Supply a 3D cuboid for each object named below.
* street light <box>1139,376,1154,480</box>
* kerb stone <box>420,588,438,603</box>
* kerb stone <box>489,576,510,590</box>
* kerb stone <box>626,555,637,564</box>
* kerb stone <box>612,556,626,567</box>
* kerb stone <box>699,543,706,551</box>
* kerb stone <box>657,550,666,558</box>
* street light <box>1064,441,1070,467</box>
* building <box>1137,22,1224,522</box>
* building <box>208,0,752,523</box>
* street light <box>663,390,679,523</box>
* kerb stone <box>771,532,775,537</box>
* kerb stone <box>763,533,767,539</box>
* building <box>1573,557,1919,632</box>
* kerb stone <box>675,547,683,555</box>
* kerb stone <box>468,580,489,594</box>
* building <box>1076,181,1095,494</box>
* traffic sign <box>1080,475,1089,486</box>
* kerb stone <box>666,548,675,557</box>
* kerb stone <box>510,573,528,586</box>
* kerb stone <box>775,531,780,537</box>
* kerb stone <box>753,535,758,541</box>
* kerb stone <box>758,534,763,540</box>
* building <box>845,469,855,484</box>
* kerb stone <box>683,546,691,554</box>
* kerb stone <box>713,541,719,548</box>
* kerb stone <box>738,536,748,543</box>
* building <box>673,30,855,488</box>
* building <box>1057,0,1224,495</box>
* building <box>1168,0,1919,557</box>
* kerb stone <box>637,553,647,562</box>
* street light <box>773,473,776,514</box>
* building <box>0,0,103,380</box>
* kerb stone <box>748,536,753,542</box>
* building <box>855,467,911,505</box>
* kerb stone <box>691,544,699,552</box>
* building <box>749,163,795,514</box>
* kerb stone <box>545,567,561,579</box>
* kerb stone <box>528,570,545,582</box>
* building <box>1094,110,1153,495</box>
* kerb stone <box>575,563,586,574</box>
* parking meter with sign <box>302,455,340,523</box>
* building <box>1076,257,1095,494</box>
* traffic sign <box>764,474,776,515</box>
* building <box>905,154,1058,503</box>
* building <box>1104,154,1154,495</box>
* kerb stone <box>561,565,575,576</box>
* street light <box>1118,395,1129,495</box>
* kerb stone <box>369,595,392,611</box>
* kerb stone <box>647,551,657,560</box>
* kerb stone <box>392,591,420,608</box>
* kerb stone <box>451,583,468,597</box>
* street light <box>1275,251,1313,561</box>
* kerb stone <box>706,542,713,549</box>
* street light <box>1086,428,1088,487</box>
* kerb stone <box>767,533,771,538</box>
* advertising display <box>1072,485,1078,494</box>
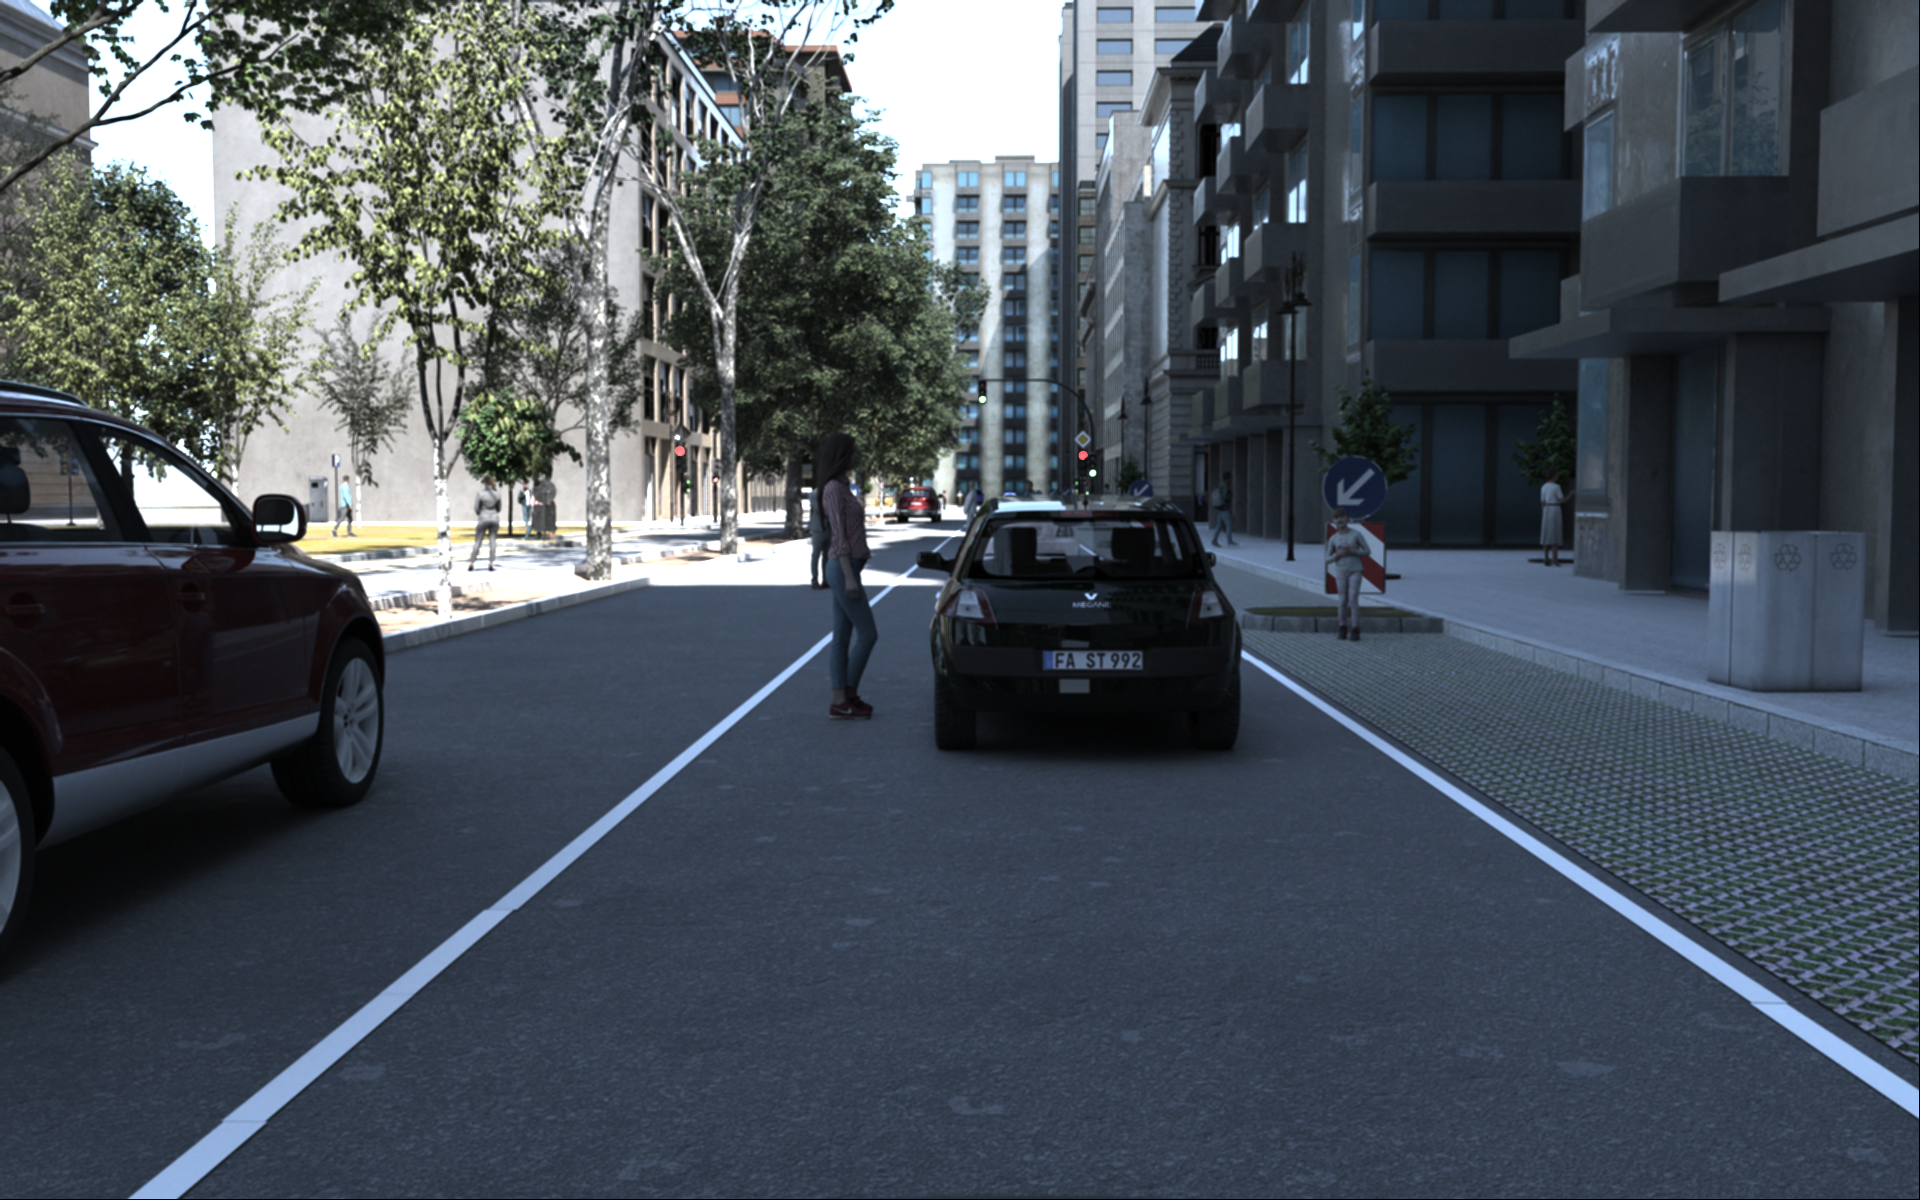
[{"bbox_3d":[7.274,-5.810,67.782,0.468,5.910,1.993,0,4,1],"label":"street light"},{"bbox_3d":[-7.125,-0.053,23.095,0.120,0.150,1.000,0,4,1],"label":"kerb stone"},{"bbox_3d":[-7.038,-0.236,26.163,0.120,0.150,1.000,0,4,1],"label":"kerb stone"},{"bbox_3d":[-6.818,-0.807,35.383,0.120,0.150,1.000,0,4,1],"label":"kerb stone"},{"bbox_3d":[-6.845,-0.743,34.359,0.120,0.150,1.000,0,4,1],"label":"kerb stone"},{"bbox_3d":[-6.602,-1.308,43.584,0.120,0.150,1.000,0,4,1],"label":"kerb stone"},{"bbox_3d":[-6.741,-0.994,38.447,0.120,0.150,1.000,0,4,1],"label":"kerb stone"},{"bbox_3d":[9.311,-10.859,150.331,0.468,5.910,1.993,0,4,1],"label":"street light"},{"bbox_3d":[18.758,-15.494,82.202,19.941,23.489,11.050,0,4,1],"label":"building"},{"bbox_3d":[-23.487,-17.734,94.473,19.350,26.468,34.151,0,4,1],"label":"building"},{"bbox_3d":[-12.871,-6.385,77.183,0.468,5.910,1.993,0,4,1],"label":"street light"},{"bbox_3d":[-6.276,-2.123,56.913,0.120,0.150,1.000,0,4,1],"label":"kerb stone"},{"bbox_3d":[-6.317,-1.998,54.869,0.120,0.150,1.000,0,4,1],"label":"kerb stone"},{"bbox_3d":[18.755,-24.029,12.489,23.786,49.044,30.456,0,4,1],"label":"building"},{"bbox_3d":[-6.687,-1.119,40.491,0.120,0.150,1.000,0,4,1],"label":"kerb stone"},{"bbox_3d":[-7.076,-0.180,25.141,0.120,0.150,1.000,0,4,1],"label":"kerb stone"},{"bbox_3d":[17.801,-23.862,161.852,14.160,30.474,14.107,0,4,1],"label":"building"},{"bbox_3d":[8.073,-6.952,113.777,0.768,2.556,0.104,1,4,8],"label":"traffic sign"},{"bbox_3d":[-6.708,-1.055,39.469,0.120,0.150,1.000,0,4,1],"label":"kerb stone"},{"bbox_3d":[-7.023,-0.305,27.184,0.120,0.150,1.000,0,4,1],"label":"kerb stone"},{"bbox_3d":[-6.243,-2.186,57.935,0.120,0.150,1.000,0,4,1],"label":"kerb stone"},{"bbox_3d":[-6.369,-1.873,52.813,0.120,0.150,1.000,0,4,1],"label":"kerb stone"},{"bbox_3d":[-6.341,-1.935,53.839,0.120,0.150,1.000,0,4,1],"label":"kerb stone"},{"bbox_3d":[-19.052,-25.529,189.096,14.160,30.474,14.107,0,4,1],"label":"building"},{"bbox_3d":[-6.656,-1.181,41.523,0.120,0.150,1.000,0,4,1],"label":"kerb stone"},{"bbox_3d":[-6.557,-1.432,45.637,0.120,0.150,1.000,0,4,1],"label":"kerb stone"},{"bbox_3d":[-6.428,-1.748,50.769,0.120,0.150,1.000,0,4,1],"label":"kerb stone"},{"bbox_3d":[-21.909,-31.355,167.277,22.147,44.769,28.867,0,4,1],"label":"building"},{"bbox_3d":[22.424,-40.885,210.465,21.231,58.520,28.212,0,4,1],"label":"building"},{"bbox_3d":[18.986,-26.377,50.879,23.786,49.044,30.456,0,4,1],"label":"building"},{"bbox_3d":[-6.786,-0.868,36.404,0.120,0.150,1.000,0,4,1],"label":"kerb stone"},{"bbox_3d":[-11.986,-8.503,111.804,0.468,5.910,1.993,0,4,1],"label":"street light"},{"bbox_3d":[-55.237,-18.292,84.979,20.117,28.700,13.634,0,4,1],"label":"building"},{"bbox_3d":[-6.400,-1.810,51.791,0.120,0.150,1.000,0,4,1],"label":"kerb stone"},{"bbox_3d":[-22.295,-24.810,250.675,28.899,21.520,27.650,0,4,1],"label":"building"},{"bbox_3d":[-6.632,-1.245,42.551,0.120,0.150,1.000,0,4,1],"label":"kerb stone"},{"bbox_3d":[-18.988,-19.979,123.914,12.463,27.353,25.104,0,4,1],"label":"building"},{"bbox_3d":[-6.958,-0.430,29.233,0.120,0.150,1.000,0,4,1],"label":"kerb stone"},{"bbox_3d":[-6.994,-0.368,28.206,0.120,0.150,1.000,0,4,1],"label":"kerb stone"},{"bbox_3d":[15.621,-18.274,116.805,12.078,24.808,19.932,0,4,1],"label":"building"},{"bbox_3d":[-6.915,-0.556,31.288,0.120,0.150,1.000,0,4,1],"label":"kerb stone"},{"bbox_3d":[-28.355,-4.911,76.551,1.738,3.016,0.543,0,4,5],"label":"parking meter with sign"},{"bbox_3d":[16.468,-18.193,139.258,13.314,21.916,24.055,0,4,1],"label":"building"},{"bbox_3d":[-11.796,-6.575,107.606,0.768,2.556,0.104,1,4,10],"label":"traffic sign"},{"bbox_3d":[7.700,-38.359,246.770,30.456,49.044,23.786,0,4,1],"label":"building"},{"bbox_3d":[13.926,-14.915,98.616,10.420,20.320,16.860,0,4,1],"label":"building"},{"bbox_3d":[-6.950,-0.494,30.265,0.120,0.150,1.000,0,4,1],"label":"kerb stone"},{"bbox_3d":[7.608,-6.624,81.088,0.468,5.910,1.993,0,4,1],"label":"street light"},{"bbox_3d":[-7.173,0.070,21.052,0.120,0.150,1.000,0,4,1],"label":"kerb stone"},{"bbox_3d":[-6.766,-0.927,37.426,0.120,0.150,1.000,0,4,1],"label":"kerb stone"},{"bbox_3d":[-7.148,0.011,22.074,0.120,0.150,1.000,0,4,1],"label":"kerb stone"},{"bbox_3d":[-7.096,-0.118,24.119,0.120,0.150,1.000,0,4,1],"label":"kerb stone"},{"bbox_3d":[6.363,-3.693,33.162,0.468,5.910,1.993,0,4,1],"label":"street light"},{"bbox_3d":[-6.584,-1.371,44.613,0.120,0.150,1.000,0,4,1],"label":"kerb stone"},{"bbox_3d":[8.476,-8.741,115.709,0.468,5.910,1.993,0,4,1],"label":"street light"},{"bbox_3d":[-6.296,-2.059,55.892,0.120,0.150,1.000,0,4,1],"label":"kerb stone"},{"bbox_3d":[8.368,-7.344,125.291,0.123,1.923,0.974,-1,4,-23],"label":"advertising display"}]
